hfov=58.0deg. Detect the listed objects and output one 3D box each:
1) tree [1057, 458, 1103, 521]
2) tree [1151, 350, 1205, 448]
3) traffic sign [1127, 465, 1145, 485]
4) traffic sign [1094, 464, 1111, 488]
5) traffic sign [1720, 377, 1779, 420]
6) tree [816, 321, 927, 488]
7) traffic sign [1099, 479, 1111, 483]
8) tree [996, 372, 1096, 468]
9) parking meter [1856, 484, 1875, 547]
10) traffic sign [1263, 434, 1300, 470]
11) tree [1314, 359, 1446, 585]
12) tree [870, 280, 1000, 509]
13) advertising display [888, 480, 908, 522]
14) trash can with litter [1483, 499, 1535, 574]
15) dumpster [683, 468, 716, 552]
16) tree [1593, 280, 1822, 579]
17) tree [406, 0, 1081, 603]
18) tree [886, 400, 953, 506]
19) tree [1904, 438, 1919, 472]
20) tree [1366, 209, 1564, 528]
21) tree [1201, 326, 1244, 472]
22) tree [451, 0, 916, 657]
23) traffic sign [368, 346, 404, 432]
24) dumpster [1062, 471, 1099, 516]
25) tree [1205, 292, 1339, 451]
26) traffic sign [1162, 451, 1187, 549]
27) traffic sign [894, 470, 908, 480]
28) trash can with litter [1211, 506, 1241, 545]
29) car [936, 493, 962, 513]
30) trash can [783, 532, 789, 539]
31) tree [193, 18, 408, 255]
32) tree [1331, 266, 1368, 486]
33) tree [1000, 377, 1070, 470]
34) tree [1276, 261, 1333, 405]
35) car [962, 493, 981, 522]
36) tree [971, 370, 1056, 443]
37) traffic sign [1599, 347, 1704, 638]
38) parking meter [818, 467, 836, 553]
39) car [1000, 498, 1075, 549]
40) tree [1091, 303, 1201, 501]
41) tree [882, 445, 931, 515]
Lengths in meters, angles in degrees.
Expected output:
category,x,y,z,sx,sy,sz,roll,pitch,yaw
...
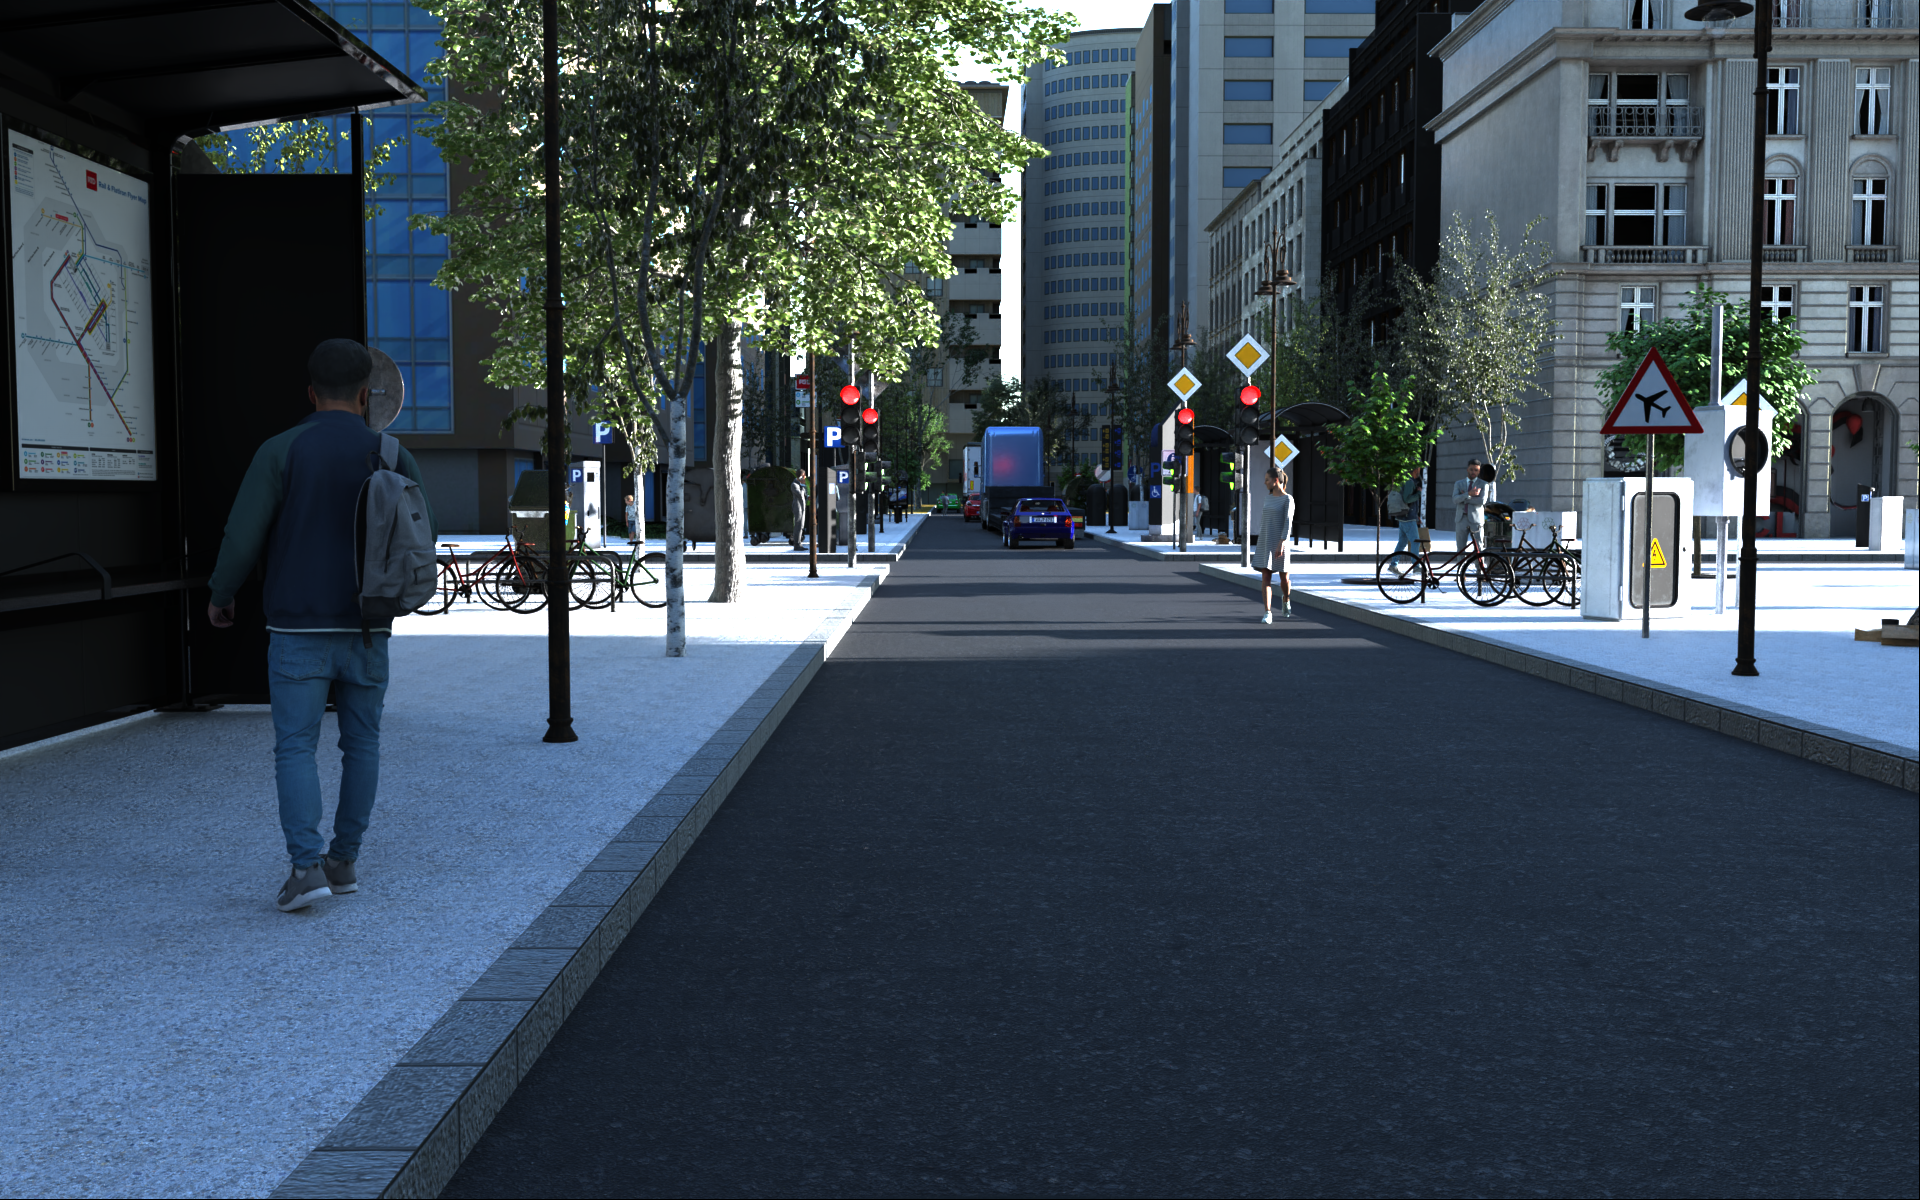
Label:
category,x,y,z,sx,sy,sz,roll,pitch,yaw
tree,6.064,-5.462,83.912,1.663,3.219,1.824,0,3,0
tree,11.874,-8.281,85.758,4.737,8.622,4.395,0,3,0
traffic sign,7.754,-4.669,76.446,0.768,2.556,0.104,0,4,4
traffic sign,5.990,-4.412,72.249,0.768,2.556,0.104,0,4,7
traffic sign,8.857,-1.215,19.592,0.795,2.593,0.064,0,4,2
tree,-3.715,-7.177,67.705,4.737,8.622,4.395,0,3,0
traffic sign,6.818,-4.991,81.711,0.768,2.556,0.104,0,4,5
tree,5.874,-12.081,131.942,8.767,10.594,7.601,-3,4,-39
parking meter,21.850,-2.043,41.806,0.372,1.533,0.369,0,3,0
traffic sign,7.006,-2.320,37.663,0.795,2.593,0.064,1,4,9
tree,6.007,-1.857,24.964,1.663,3.219,1.824,0,3,0
tree,-2.875,-18.069,151.309,12.611,20.169,13.585,0,3,0
advertising display,-2.815,-4.506,78.891,0.974,1.923,0.123,2,4,25
trash can with litter,8.847,-1.010,27.906,1.055,1.170,0.624,-2,4,-33
dumpster,-5.600,-2.011,38.639,1.264,1.857,1.865,0,4,0
tree,11.531,-2.635,26.794,4.285,4.588,4.351,0,3,0
tree,-2.332,-6.251,20.337,7.486,12.596,7.792,0,3,0
tree,-4.417,-16.142,189.683,9.928,11.665,9.643,0,3,0
tree,14.052,-1.770,23.548,1.663,3.219,1.824,0,3,0
tree,13.391,-5.722,43.911,4.360,8.622,3.978,0,3,0
tree,10.994,-7.610,74.778,4.360,8.622,3.978,0,3,0
tree,-2.225,-3.873,13.678,4.360,8.622,3.978,0,3,0
traffic sign,-5.131,-0.902,14.854,0.768,2.556,0.104,1,4,9
dumpster,5.195,-4.382,74.137,1.502,2.255,1.985,0,4,-1
tree,11.755,-6.859,62.514,4.737,8.622,4.395,0,3,0
traffic sign,4.960,-2.319,40.048,0.606,2.300,0.079,0,4,5
traffic sign,-3.117,-5.588,91.468,0.768,2.556,0.104,0,4,8
trash can with litter,6.968,-1.996,44.027,1.055,1.170,0.624,-1,4,-10
car,-0.844,-7.544,132.137,1.959,1.807,4.718,0,4,1
trash can,-4.815,-2.347,50.035,0.748,1.137,0.748,0,3,0
tree,-9.417,-4.375,21.896,4.737,8.622,4.395,0,3,0
tree,13.479,-6.091,49.943,4.360,8.622,3.978,0,3,0
tree,4.914,-9.649,108.128,4.360,8.622,3.978,0,3,0
tree,12.288,-6.431,55.509,4.360,8.622,3.978,0,3,0
car,1.145,-4.924,89.548,2.155,1.783,4.494,0,4,1
tree,5.419,-16.534,176.979,9.857,13.997,8.962,0,3,0
traffic sign,6.118,-0.940,15.381,0.884,2.594,0.081,0,4,7
parking meter,-2.880,-1.950,37.595,0.255,1.863,0.399,2,4,27
car,2.085,-2.076,46.520,1.945,1.354,3.894,0,4,-2
tree,7.015,-7.094,66.344,4.360,8.622,3.978,0,3,0
tree,-3.851,-7.483,106.067,4.285,4.588,4.351,0,3,0
